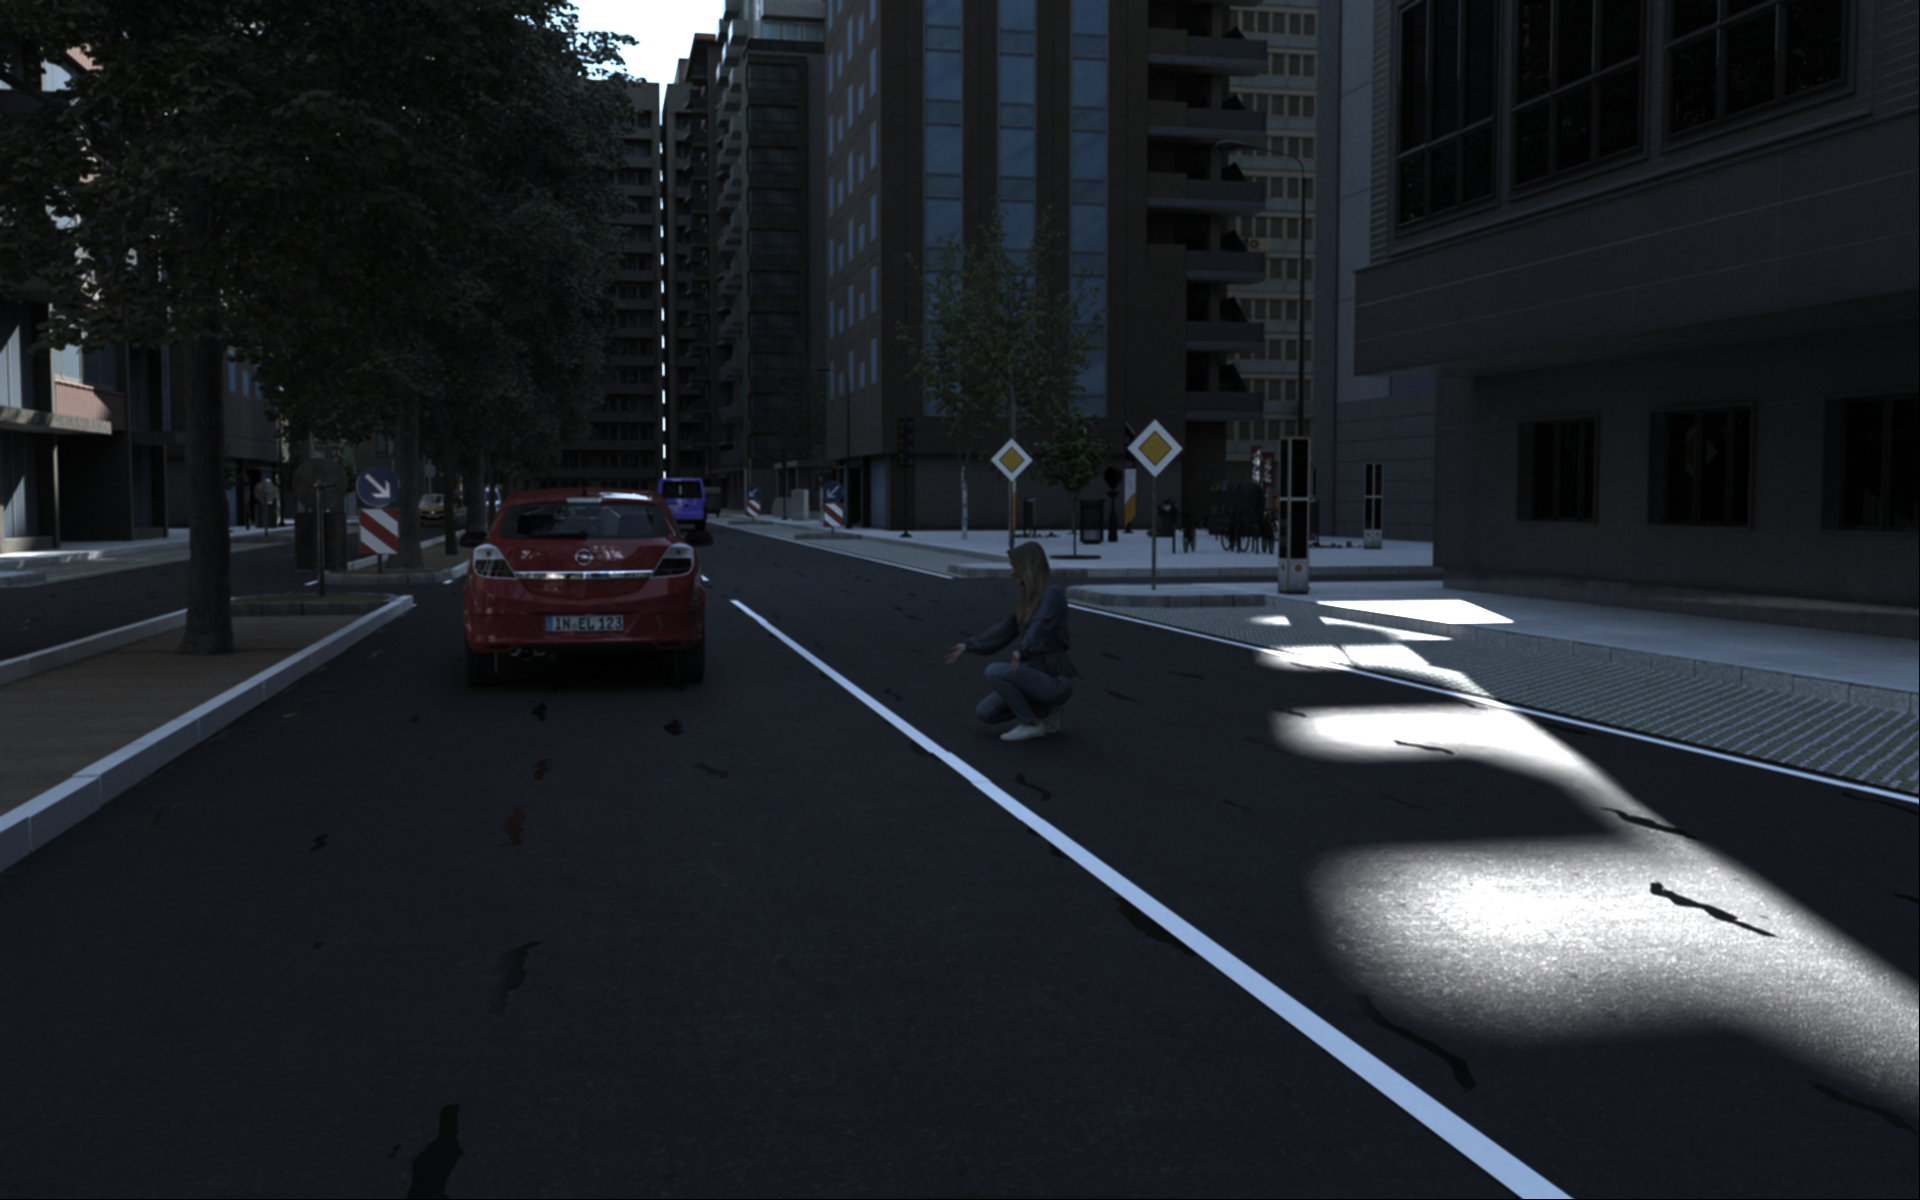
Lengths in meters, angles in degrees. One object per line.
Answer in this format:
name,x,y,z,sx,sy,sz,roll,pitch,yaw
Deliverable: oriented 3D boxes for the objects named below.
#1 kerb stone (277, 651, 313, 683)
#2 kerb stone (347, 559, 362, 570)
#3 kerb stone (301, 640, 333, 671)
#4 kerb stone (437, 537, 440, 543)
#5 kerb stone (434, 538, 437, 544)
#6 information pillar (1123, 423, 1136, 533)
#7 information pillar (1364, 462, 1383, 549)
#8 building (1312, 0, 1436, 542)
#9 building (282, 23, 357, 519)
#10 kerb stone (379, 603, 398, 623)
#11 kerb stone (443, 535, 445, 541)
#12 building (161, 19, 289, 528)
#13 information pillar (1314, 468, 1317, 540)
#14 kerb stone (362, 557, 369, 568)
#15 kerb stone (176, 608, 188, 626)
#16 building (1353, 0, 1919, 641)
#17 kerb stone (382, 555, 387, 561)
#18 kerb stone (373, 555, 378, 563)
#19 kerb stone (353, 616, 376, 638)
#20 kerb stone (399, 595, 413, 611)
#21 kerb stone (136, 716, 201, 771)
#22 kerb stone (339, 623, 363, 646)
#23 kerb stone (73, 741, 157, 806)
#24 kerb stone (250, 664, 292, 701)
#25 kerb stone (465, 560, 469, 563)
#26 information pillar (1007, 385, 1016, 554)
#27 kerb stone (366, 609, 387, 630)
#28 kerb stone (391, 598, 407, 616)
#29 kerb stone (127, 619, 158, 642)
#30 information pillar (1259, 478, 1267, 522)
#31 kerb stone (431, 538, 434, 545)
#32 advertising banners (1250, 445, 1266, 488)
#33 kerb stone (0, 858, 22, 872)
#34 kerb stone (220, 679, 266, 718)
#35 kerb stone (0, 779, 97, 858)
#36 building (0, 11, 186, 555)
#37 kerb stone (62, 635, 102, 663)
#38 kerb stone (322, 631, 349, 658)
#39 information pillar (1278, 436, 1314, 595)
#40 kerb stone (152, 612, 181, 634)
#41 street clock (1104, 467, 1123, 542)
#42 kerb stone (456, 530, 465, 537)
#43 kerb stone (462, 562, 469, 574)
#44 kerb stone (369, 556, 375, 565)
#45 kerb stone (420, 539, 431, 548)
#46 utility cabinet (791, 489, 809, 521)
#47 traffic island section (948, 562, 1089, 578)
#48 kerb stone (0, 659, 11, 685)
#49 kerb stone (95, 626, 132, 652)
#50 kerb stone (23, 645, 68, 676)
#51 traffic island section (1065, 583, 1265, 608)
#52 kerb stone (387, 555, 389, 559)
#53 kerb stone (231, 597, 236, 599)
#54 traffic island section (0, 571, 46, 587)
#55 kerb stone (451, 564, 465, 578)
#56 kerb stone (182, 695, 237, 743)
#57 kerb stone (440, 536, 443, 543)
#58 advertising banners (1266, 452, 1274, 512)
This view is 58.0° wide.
kerb stone,-5.172,0.538,13.416,0.120,0.150,1.000,-1,4,-12
kerb stone,-11.417,-0.633,32.550,0.120,0.150,1.000,-1,4,-12
kerb stone,-5.385,0.475,14.426,0.120,0.150,1.000,-1,4,-12
kerb stone,-15.069,-1.671,49.601,0.120,0.150,1.000,-1,4,-12
kerb stone,-14.851,-1.613,48.602,0.120,0.150,1.000,-1,4,-12
information pillar,5.564,-3.996,56.690,0.183,3.616,0.504,-2,4,-32
information pillar,9.644,-2.197,40.415,0.304,2.012,0.304,-2,4,-32
building,26.420,-30.845,46.323,28.212,58.520,21.231,-1,4,-12
building,-40.327,-24.904,90.779,14.154,41.232,14.086,-1,4,-12
kerb stone,-6.458,0.173,19.439,0.120,0.150,1.000,-1,4,-12
kerb stone,-15.487,-1.799,51.602,0.120,0.150,1.000,-1,4,-12
building,-35.715,-25.622,69.038,14.600,45.320,14.200,-1,4,-12
information pillar,9.689,-2.665,48.064,0.304,2.012,0.304,2,4,35
kerb stone,-11.629,-0.695,33.555,0.120,0.150,1.000,-1,4,-12
kerb stone,-8.523,0.197,19.010,0.120,0.150,1.000,-1,4,-12
building,14.909,-11.643,9.436,14.314,24.678,30.058,-1,4,-12
kerb stone,-12.276,-0.879,36.565,0.120,0.150,1.000,-1,4,-12
kerb stone,-12.060,-0.818,35.565,0.120,0.150,1.000,-1,4,-12
kerb stone,-6.033,0.294,17.432,0.120,0.150,1.000,-1,4,-12
kerb stone,-6.885,0.046,21.445,0.120,0.150,1.000,-1,4,-12
kerb stone,-4.312,0.783,9.402,0.120,0.150,1.000,-1,4,-12
kerb stone,-5.818,0.356,16.433,0.120,0.150,1.000,-1,4,-12
kerb stone,-4.095,0.844,8.403,0.120,0.150,1.000,-1,4,-12
kerb stone,-4.956,0.598,12.417,0.120,0.150,1.000,-1,4,-12
kerb stone,-9.146,-0.596,31.995,0.120,0.150,1.000,-1,4,-12
information pillar,1.122,-2.800,37.139,0.183,3.616,0.504,0,4,-5
kerb stone,-6.249,0.230,18.438,0.120,0.150,1.000,-1,4,-12
kerb stone,-6.675,0.116,20.442,0.120,0.150,1.000,-1,4,-12
kerb stone,-8.090,0.319,17.005,0.120,0.150,1.000,-1,4,-12
information pillar,13.895,-4.587,79.496,0.304,2.012,0.304,-1,4,-21
kerb stone,-14.635,-1.554,47.598,0.120,0.150,1.000,-1,4,-12
advertising banners,9.974,-4.016,61.856,2.074,3.025,0.090,-2,4,-30
kerb stone,-3.661,0.966,6.395,0.120,0.150,1.000,-1,4,-12
kerb stone,-4.747,0.663,11.411,0.120,0.150,1.000,-1,4,-12
kerb stone,-3.874,0.912,7.395,0.120,0.150,1.000,-1,4,-12
building,-31.146,-23.563,39.885,22.147,44.769,28.867,-1,4,-12
kerb stone,-7.660,0.443,15.007,0.120,0.150,1.000,-1,4,-12
kerb stone,-5.599,0.414,15.429,0.120,0.150,1.000,-1,4,-12
information pillar,4.284,-1.084,22.214,0.304,2.012,0.304,-1,4,-15
kerb stone,-8.301,0.256,18.005,0.120,0.150,1.000,-1,4,-12
street clock,4.107,-2.565,46.500,0.471,2.002,0.358,3,5,44
kerb stone,-17.208,-2.289,59.622,0.120,0.150,1.000,-1,4,-12
kerb stone,-8.928,-0.538,30.990,0.120,0.150,1.000,-1,4,-12
kerb stone,-11.847,-0.748,34.554,0.120,0.150,1.000,-1,4,-12
kerb stone,-14.417,-1.492,46.585,0.120,0.150,1.000,-1,4,-12
utility cabinet,-7.678,-4.547,83.029,0.318,1.500,1.173,-2,4,-35
traffic island section,0.935,-0.532,30.974,2.009,0.180,2.903,-1,4,-12
kerb stone,-7.232,0.562,13.000,0.120,0.150,1.000,-1,4,-12
kerb stone,-7.874,0.379,16.006,0.120,0.150,1.000,-1,4,-12
kerb stone,-7.446,0.504,14.006,0.120,0.150,1.000,-1,4,-12
traffic island section,2.607,-0.054,23.166,2.009,0.180,2.903,-1,4,-12
kerb stone,-12.493,-0.940,37.564,0.120,0.150,1.000,-1,4,-12
kerb stone,-8.942,0.072,21.016,0.120,0.150,1.000,-1,4,-12
traffic island section,-15.829,-0.313,27.404,2.009,0.180,2.903,-1,4,-12
kerb stone,-8.721,-0.476,29.986,0.120,0.150,1.000,-1,4,-12
kerb stone,-4.526,0.721,10.408,0.120,0.150,1.000,-1,4,-12
kerb stone,-15.283,-1.736,50.601,0.120,0.150,1.000,-1,4,-12
advertising banners,13.717,-4.690,72.871,2.074,3.025,0.090,0,4,3
